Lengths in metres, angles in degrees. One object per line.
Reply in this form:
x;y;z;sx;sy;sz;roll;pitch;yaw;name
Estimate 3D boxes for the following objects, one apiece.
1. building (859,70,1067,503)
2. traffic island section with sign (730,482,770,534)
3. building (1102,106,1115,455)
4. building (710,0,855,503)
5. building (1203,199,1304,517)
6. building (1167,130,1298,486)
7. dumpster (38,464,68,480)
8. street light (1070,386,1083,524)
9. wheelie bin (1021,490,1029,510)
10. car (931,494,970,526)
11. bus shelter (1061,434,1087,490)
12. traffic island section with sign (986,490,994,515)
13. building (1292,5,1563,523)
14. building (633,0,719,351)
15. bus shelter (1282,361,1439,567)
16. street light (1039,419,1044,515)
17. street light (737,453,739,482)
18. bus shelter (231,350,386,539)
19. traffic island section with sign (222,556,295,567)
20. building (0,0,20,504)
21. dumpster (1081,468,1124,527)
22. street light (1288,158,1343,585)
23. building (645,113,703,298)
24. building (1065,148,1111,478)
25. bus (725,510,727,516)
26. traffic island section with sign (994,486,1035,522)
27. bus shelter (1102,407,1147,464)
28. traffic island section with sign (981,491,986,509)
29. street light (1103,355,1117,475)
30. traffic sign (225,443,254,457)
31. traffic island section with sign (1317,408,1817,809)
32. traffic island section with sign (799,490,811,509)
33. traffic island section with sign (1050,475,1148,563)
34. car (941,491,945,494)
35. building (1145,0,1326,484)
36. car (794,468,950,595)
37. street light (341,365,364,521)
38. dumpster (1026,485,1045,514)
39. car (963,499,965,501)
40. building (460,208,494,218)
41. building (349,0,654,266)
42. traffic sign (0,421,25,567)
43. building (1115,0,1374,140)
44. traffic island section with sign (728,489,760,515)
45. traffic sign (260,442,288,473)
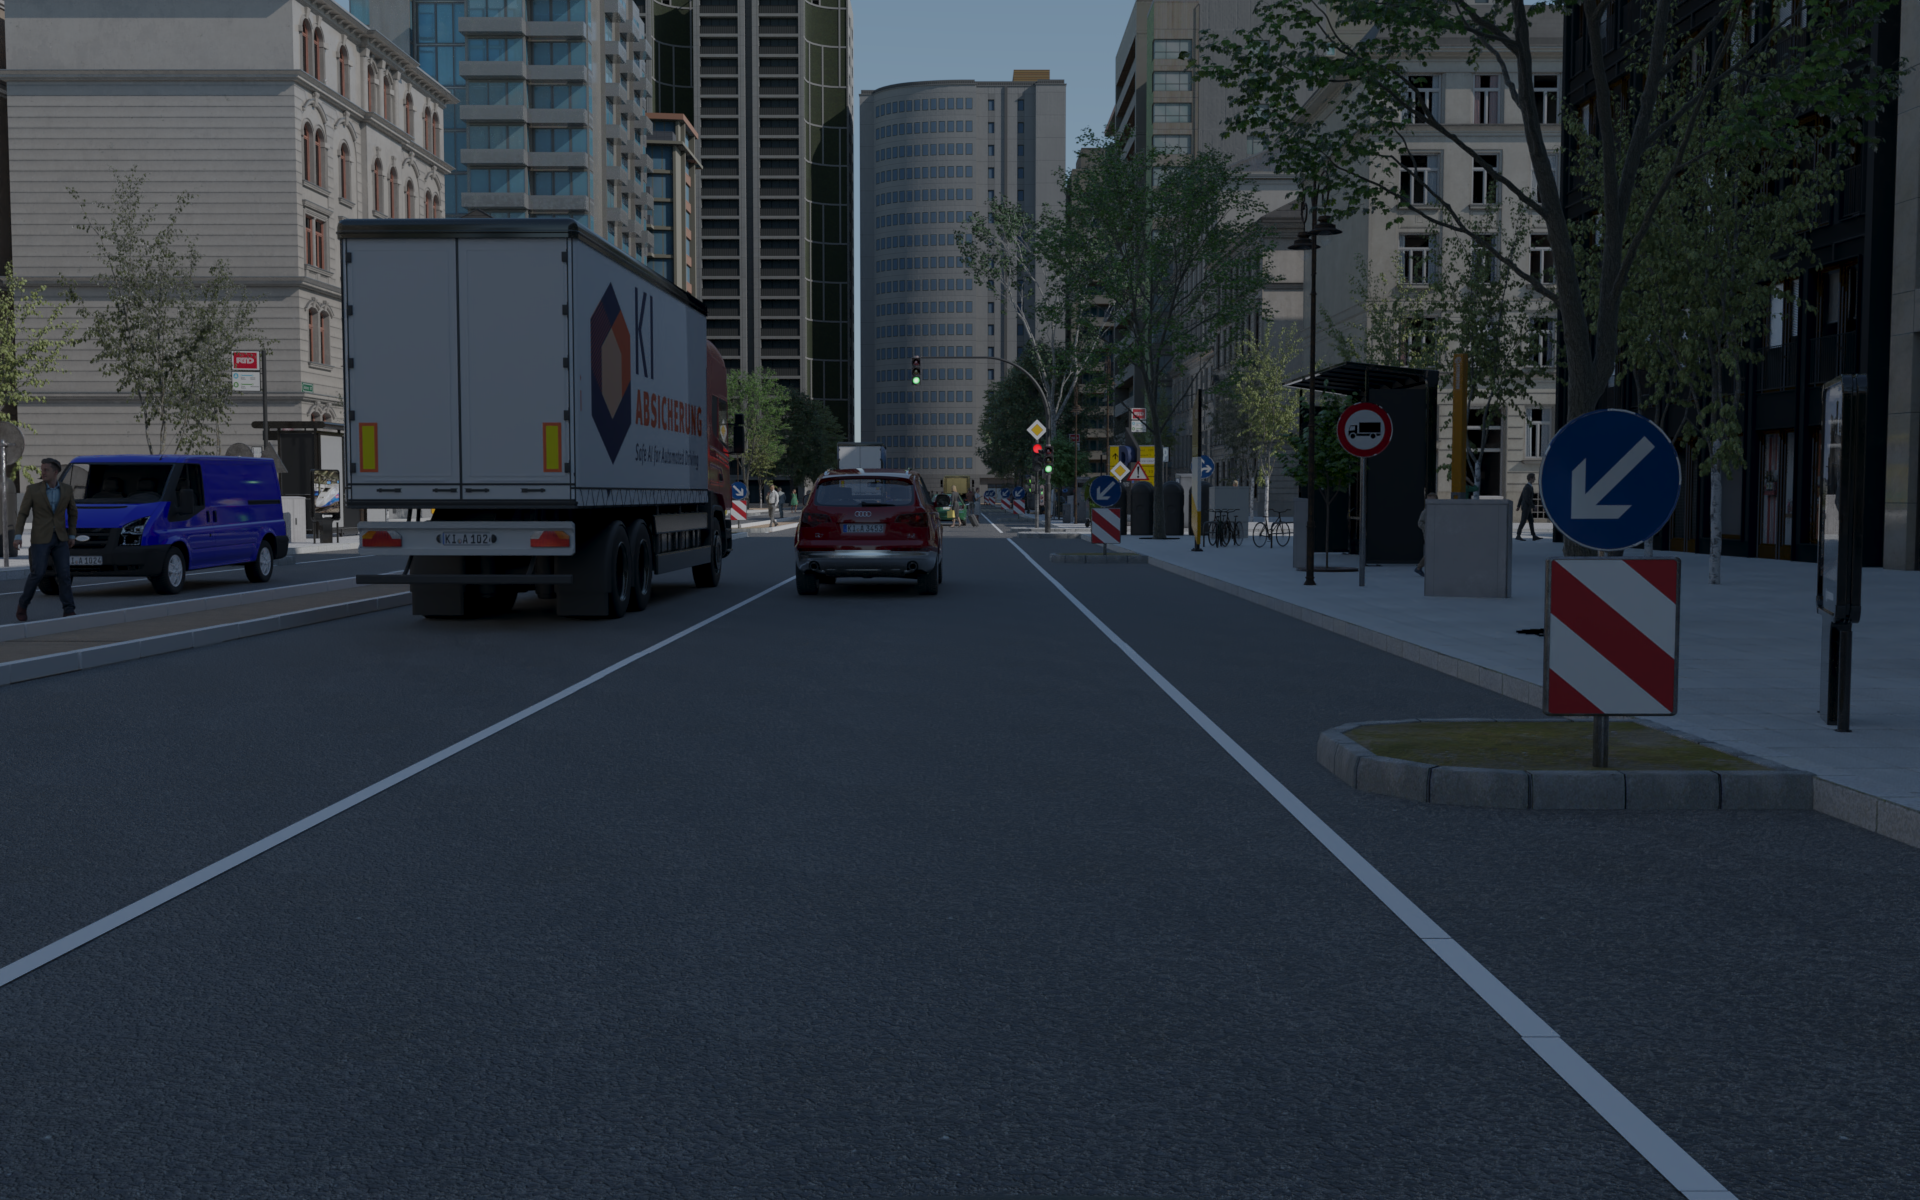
0.190;-42.926;243.836;28.212;58.520;21.231;0;3;0;building
-8.229;-3.478;65.009;2.006;1.907;1.989;0;3;0;traffic island section with sign
27.223;-32.744;189.988;22.147;44.769;28.867;0;3;0;building
-25.753;-49.273;243.872;20.611;71.187;20.563;0;3;0;building
21.399;-14.739;105.606;10.561;19.102;19.286;0;3;0;building
22.720;-20.206;127.629;12.463;27.353;25.104;0;3;0;building
-17.305;-1.756;34.466;1.264;1.857;1.865;0;3;0;dumpster
4.949;-6.190;73.994;0.468;5.910;1.993;0;3;0;street light
5.191;-7.911;137.255;0.980;1.594;0.693;0;4;-3;wheelie bin
-0.613;-4.150;79.655;2.131;1.459;4.920;0;4;0;car
6.906;-8.272;112.871;2.179;5.291;8.768;0;3;0;bus shelter
2.945;-6.632;117.056;1.989;1.847;2.006;0;3;0;traffic island section with sign
32.189;-15.308;83.563;30.059;22.955;16.112;0;3;0;building
-46.364;-49.269;243.807;20.611;71.187;20.563;0;3;0;building
7.677;-2.596;33.721;1.731;3.624;6.357;0;3;0;bus shelter
4.972;-8.202;106.883;0.468;5.910;1.993;0;3;0;street light
-16.866;-9.706;131.477;0.468;5.910;1.993;0;3;0;street light
-19.225;-4.492;51.069;2.179;5.291;8.768;0;3;0;bus shelter
-14.609;-1.612;34.981;1.989;1.847;2.006;0;3;0;traffic island section with sign
-52.956;-18.114;82.064;20.117;28.700;13.634;0;3;0;building
5.415;-3.880;65.937;1.502;2.255;1.985;0;3;0;dumpster
4.932;-3.146;24.233;0.468;5.910;1.993;0;3;0;street light
-42.487;-32.969;193.674;28.867;44.769;22.147;0;3;0;building
25.621;-38.001;245.021;21.600;48.544;21.300;0;3;0;building
-11.784;-4.939;72.299;2.896;3.916;12.252;0;4;0;bus
2.932;-4.983;90.101;1.989;1.847;2.006;0;3;0;traffic island section with sign
7.604;-6.145;78.105;2.179;5.291;8.768;0;4;0;bus shelter
2.960;-9.692;167.099;1.989;1.847;2.006;0;3;0;traffic island section with sign
4.844;-5.143;56.881;0.468;5.910;1.993;0;3;0;street light
-17.863;-2.619;42.933;0.768;2.556;0.104;1;4;8;traffic sign
2.910;-0.011;8.816;1.989;1.847;2.006;0;3;0;traffic island section with sign
-14.561;-9.745;167.965;1.989;1.847;2.006;0;3;0;traffic island section with sign
2.919;-1.721;36.760;1.989;1.847;2.006;0;3;0;traffic island section with sign
-1.211;-10.687;183.409;2.281;1.827;5.304;0;4;1;car
22.581;-28.342;146.984;14.154;41.232;14.086;0;3;0;building
-1.298;-1.068;26.137;2.281;1.827;5.304;0;4;1;car
-16.929;-4.652;48.854;0.468;5.910;1.993;0;3;0;street light
4.943;-6.530;112.518;1.264;1.857;1.865;0;3;0;dumpster
-0.612;-7.481;132.094;2.009;1.686;4.222;0;4;0;car
-32.905;-16.404;119.115;10.553;20.767;40.483;0;3;0;building
-39.907;-32.743;154.961;23.786;49.044;30.456;0;3;0;building
-16.792;-1.854;30.422;0.768;2.556;0.104;0;4;5;traffic sign
26.243;-33.081;164.569;21.300;48.544;21.600;0;3;0;building
-14.578;-6.648;117.318;1.989;1.847;2.006;0;3;0;traffic island section with sign
-17.186;-2.639;43.147;0.884;2.594;0.081;0;4;1;traffic sign
